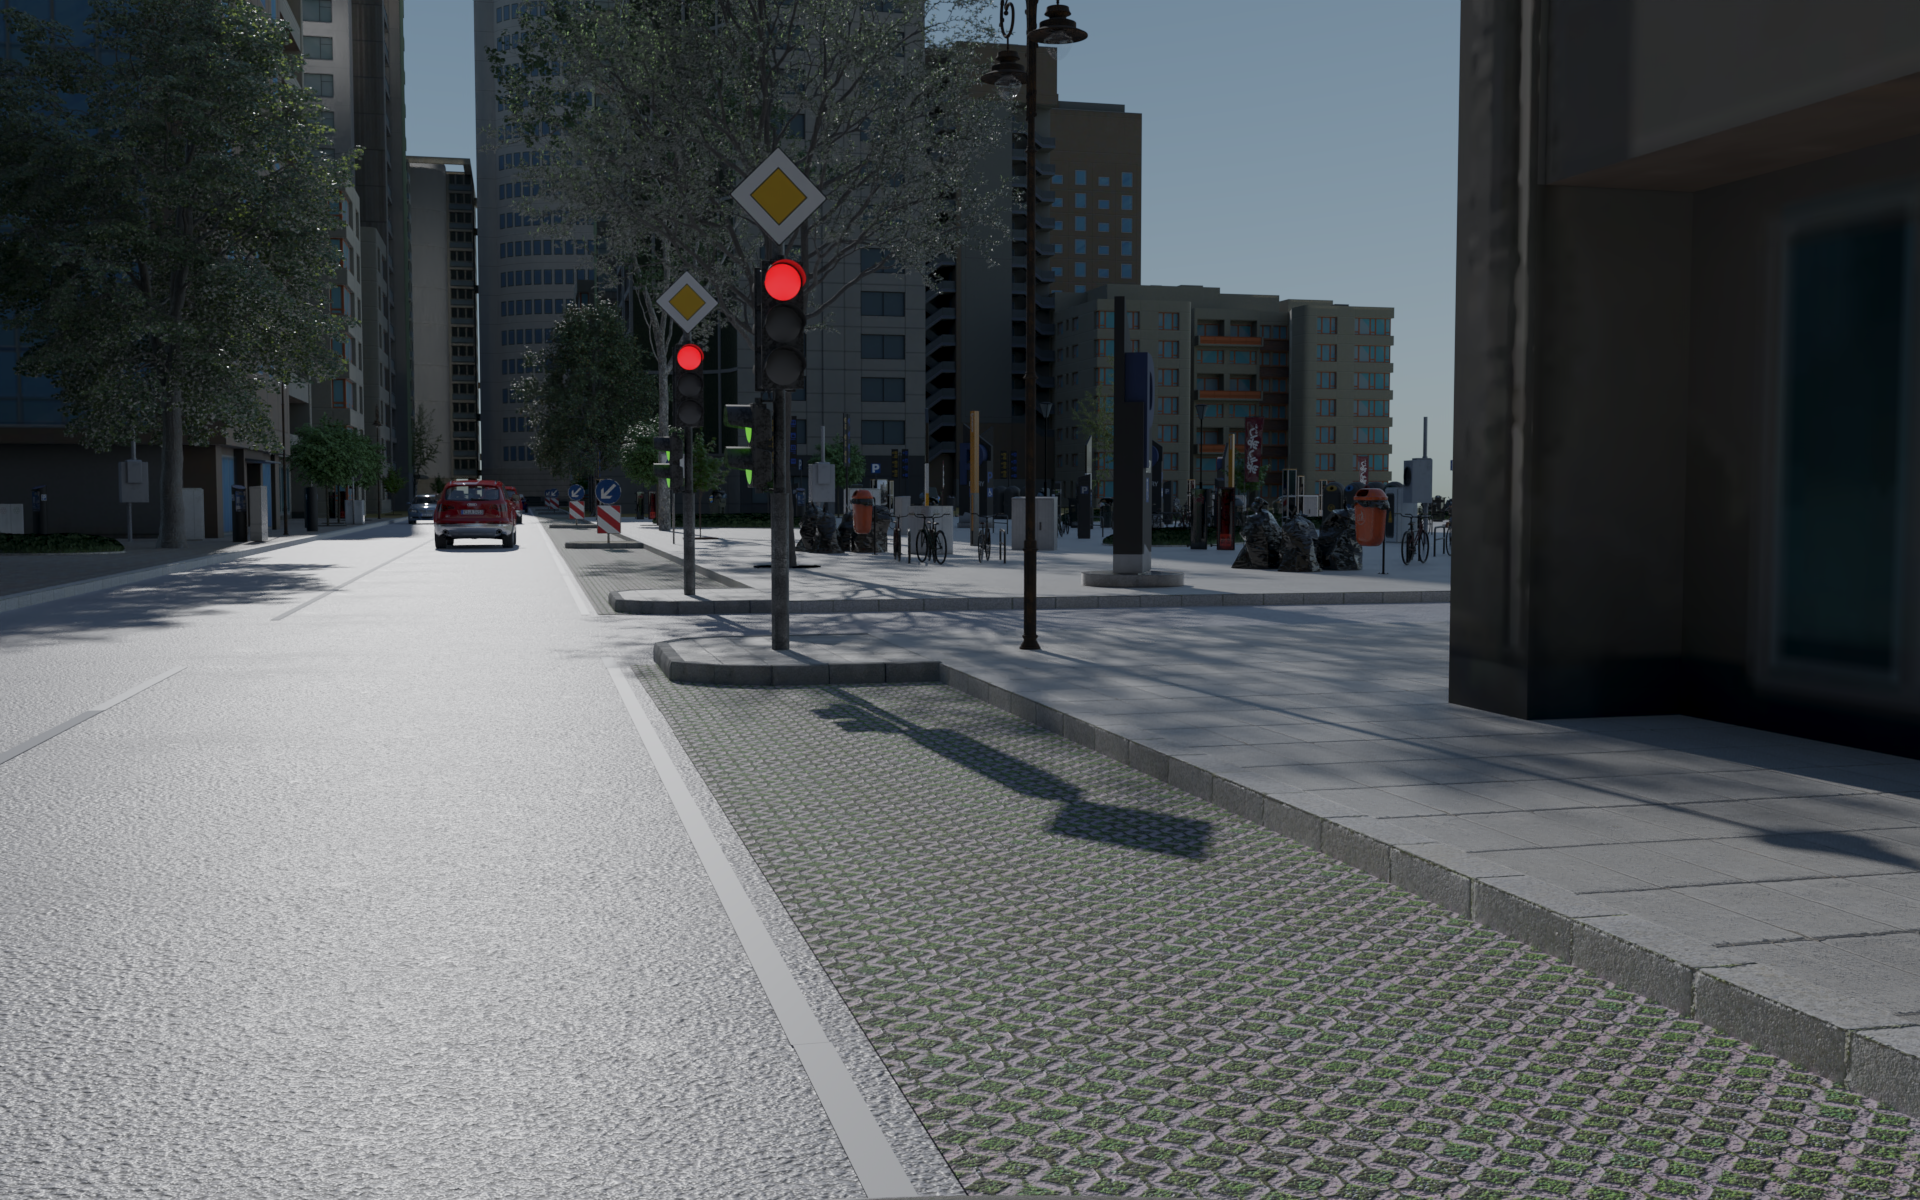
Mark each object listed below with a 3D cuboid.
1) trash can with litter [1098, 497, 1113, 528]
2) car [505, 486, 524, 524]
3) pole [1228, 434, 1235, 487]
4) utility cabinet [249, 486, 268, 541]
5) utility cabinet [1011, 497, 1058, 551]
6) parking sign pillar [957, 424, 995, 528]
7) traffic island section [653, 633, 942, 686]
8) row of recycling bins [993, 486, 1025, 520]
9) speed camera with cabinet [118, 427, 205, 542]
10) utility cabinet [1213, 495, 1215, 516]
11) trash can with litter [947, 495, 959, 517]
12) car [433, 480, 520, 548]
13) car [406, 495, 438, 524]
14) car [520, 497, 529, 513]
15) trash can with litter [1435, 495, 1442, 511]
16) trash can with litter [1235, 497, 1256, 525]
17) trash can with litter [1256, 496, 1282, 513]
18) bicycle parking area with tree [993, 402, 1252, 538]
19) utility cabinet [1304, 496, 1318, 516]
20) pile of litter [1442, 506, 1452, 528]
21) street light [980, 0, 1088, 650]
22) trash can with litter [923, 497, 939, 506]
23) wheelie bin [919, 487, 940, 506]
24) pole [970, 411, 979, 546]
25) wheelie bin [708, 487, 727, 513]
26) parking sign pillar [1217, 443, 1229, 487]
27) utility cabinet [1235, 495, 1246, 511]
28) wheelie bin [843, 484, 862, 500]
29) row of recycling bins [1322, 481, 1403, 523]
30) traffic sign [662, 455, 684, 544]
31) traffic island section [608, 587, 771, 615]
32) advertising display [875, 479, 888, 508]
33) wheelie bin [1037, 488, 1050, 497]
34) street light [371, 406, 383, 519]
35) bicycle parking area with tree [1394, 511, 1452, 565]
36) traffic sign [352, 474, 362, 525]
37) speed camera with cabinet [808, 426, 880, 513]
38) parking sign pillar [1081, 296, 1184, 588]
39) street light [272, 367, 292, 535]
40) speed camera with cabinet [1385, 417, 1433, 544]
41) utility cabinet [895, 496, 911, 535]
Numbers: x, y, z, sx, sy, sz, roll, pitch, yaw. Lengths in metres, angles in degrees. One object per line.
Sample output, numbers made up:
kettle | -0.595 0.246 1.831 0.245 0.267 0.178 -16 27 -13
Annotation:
trash can with litter | 5.488 -3.335 65.907 0.624 1.170 1.055 0 4 -4
car | -22.533 -4.659 84.852 2.281 1.827 5.304 -1 4 -16
pole | 9.215 -3.976 58.846 0.158 3.312 0.155 0 3 0
utility cabinet | -18.940 -2.328 46.747 0.318 1.500 1.173 -1 4 -15
utility cabinet | 1.698 -1.738 39.580 1.020 1.237 0.306 1 4 21
parking sign pillar | 0.657 -4.918 68.884 1.447 3.967 1.447 -2 4 -28
traffic island section | -1.459 0.488 14.310 2.009 0.180 2.903 -1 4 -14
row of recycling bins | 2.430 -4.938 87.846 1.069 1.692 3.534 -3 5 -43
speed camera with cabinet | -21.811 -3.239 47.287 2.038 3.252 0.660 -2 4 -32
utility cabinet | 12.983 -4.722 88.368 1.020 1.237 0.306 0 4 5
trash can with litter | -0.839 -5.245 96.810 2.233 1.210 1.678 1 4 13
car | -13.202 -2.363 47.312 2.281 1.827 5.304 -1 4 -13
car | -25.791 -4.406 84.037 2.014 1.417 4.499 -1 4 -15
car | -34.202 -7.400 133.563 1.945 1.354 3.894 -1 4 -14
trash can with litter | 29.706 -5.885 107.279 1.678 1.210 2.233 -1 4 -18
trash can with litter | 10.484 -3.275 64.941 0.624 1.170 1.055 -1 4 -13
trash can with litter | 12.095 -3.490 68.455 1.055 1.170 0.624 -1 4 -19
bicycle parking area with tree | 5.199 -4.138 54.665 8.231 4.147 9.016 0 4 0
utility cabinet | 14.505 -3.767 72.744 1.020 1.237 0.306 1 4 18
pile of litter | 18.811 -3.155 65.553 1.176 0.858 1.719 -1 4 -23
street light | 0.580 -2.531 14.163 0.468 5.910 1.993 -1 4 -14
trash can with litter | -1.143 -3.839 74.155 0.624 1.170 1.055 2 4 26
wheelie bin | -1.459 -4.505 81.559 0.980 1.594 0.693 -1 4 -20
pole | 0.358 -2.983 42.610 0.158 3.312 0.155 0 3 0
wheelie bin | -11.398 -4.509 81.623 0.693 1.594 0.980 2 4 25
parking sign pillar | 13.714 -6.236 90.437 1.447 3.967 1.447 1 4 17
utility cabinet | 16.222 -5.486 100.862 0.306 1.237 1.020 -2 4 -33
wheelie bin | -3.404 -3.002 56.993 0.693 1.594 0.980 -2 4 -35
row of recycling bins | 13.436 -3.085 57.548 1.069 1.692 3.534 -2 4 -33
traffic sign | -7.326 -2.577 44.261 0.606 2.300 0.079 -1 4 -8
traffic island section | -3.418 0.014 22.052 2.009 0.180 2.903 -1 4 -14
advertising display | -3.410 -4.269 75.018 0.123 1.923 0.974 2 4 26
wheelie bin | 4.446 -5.068 90.769 0.693 1.594 0.980 3 4 39
street light | -29.929 -7.112 89.074 0.468 5.910 1.993 -1 4 -14
bicycle parking area with tree | 12.577 -2.815 33.032 8.231 4.147 9.016 2 4 35
traffic sign | -25.444 -4.434 72.605 0.768 2.556 0.104 -1 4 -9
speed camera with cabinet | -3.385 -3.451 50.764 2.038 3.252 0.660 -1 4 -18
parking sign pillar | 2.430 -2.190 24.278 1.447 3.967 1.447 1 4 12
street light | -21.157 -4.978 54.185 0.468 5.910 1.993 -1 4 -14
speed camera with cabinet | 11.647 -3.099 45.005 0.660 3.252 2.038 0 4 -5
utility cabinet | -1.805 -2.636 54.263 0.306 1.237 1.020 -1 4 -14
